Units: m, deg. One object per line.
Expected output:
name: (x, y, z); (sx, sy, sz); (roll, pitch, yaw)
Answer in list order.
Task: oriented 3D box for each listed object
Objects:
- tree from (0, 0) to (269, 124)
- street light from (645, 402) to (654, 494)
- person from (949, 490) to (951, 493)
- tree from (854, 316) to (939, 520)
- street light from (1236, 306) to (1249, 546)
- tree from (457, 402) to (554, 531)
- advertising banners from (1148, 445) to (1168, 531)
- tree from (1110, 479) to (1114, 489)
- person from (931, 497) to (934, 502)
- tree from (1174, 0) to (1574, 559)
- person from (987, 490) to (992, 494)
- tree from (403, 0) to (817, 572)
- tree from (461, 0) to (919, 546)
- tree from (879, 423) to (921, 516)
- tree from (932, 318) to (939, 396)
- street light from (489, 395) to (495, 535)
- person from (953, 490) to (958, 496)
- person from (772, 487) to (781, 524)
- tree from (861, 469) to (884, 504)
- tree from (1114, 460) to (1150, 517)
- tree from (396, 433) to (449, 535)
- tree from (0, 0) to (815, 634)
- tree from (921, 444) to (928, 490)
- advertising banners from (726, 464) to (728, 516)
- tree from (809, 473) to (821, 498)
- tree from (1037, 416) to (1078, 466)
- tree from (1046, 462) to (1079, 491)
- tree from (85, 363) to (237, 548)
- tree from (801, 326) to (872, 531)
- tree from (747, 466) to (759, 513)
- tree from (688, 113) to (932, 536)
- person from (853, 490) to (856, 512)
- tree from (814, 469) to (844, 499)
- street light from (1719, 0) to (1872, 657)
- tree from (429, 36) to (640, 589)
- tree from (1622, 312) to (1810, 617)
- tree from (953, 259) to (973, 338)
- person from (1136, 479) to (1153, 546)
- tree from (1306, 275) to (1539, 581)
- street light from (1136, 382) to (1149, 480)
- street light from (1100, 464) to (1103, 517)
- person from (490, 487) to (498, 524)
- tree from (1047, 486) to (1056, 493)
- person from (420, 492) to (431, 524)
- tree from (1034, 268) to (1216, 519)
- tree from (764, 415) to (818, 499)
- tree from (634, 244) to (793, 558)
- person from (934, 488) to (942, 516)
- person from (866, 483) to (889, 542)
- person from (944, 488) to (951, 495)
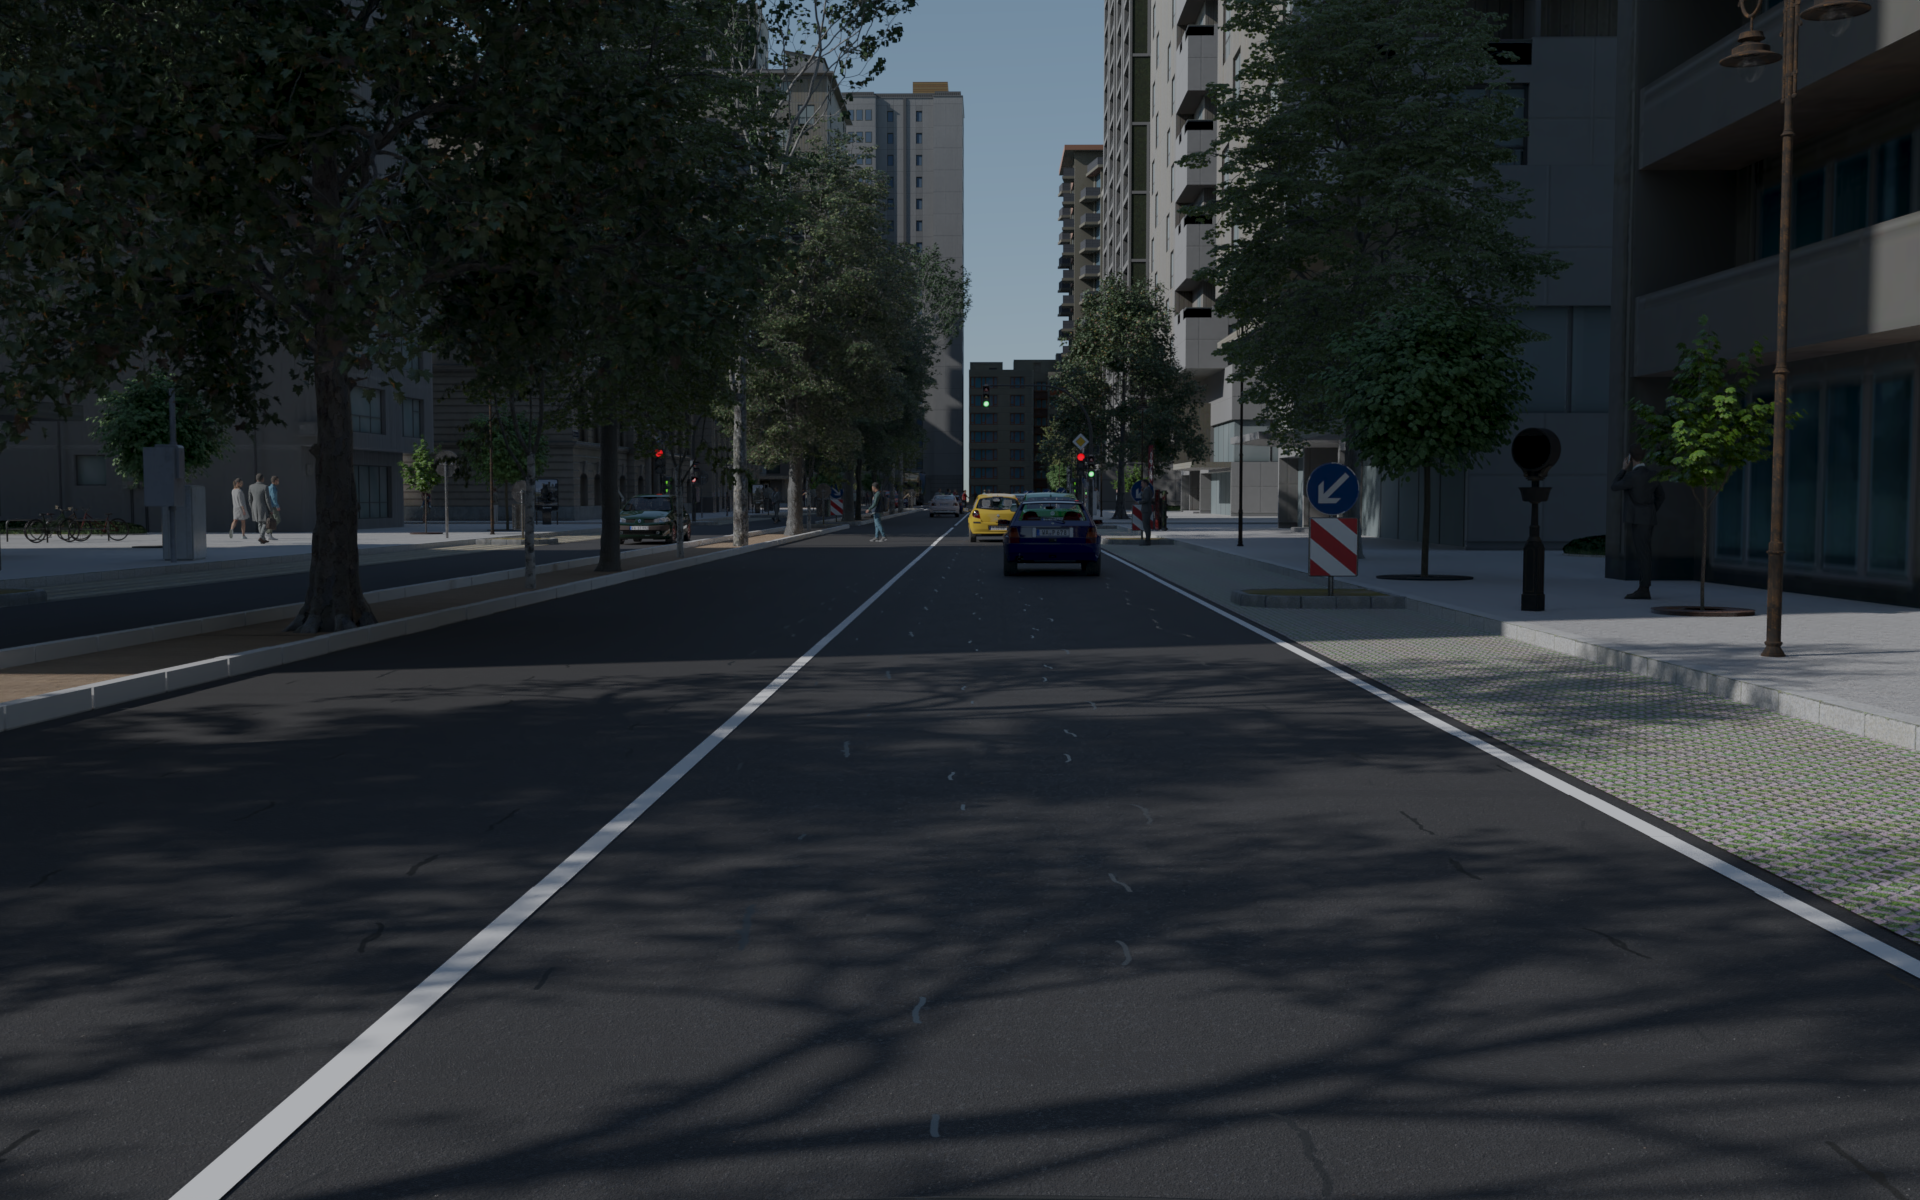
tree: (-6.736, -4.407, 8.931); (8.767, 10.594, 7.601); (0, 4, 1)
street light: (-14.295, -6.586, 80.468); (0.468, 5.910, 1.993); (0, 4, 1)
person: (-0.825, -7.698, 134.712); (0.694, 1.780, 0.624); (-2, 4, -27)
tree: (-5.053, -10.718, 103.450); (9.928, 11.665, 9.643); (0, 3, 0)
street light: (6.888, -4.257, 42.382); (0.468, 5.910, 1.993); (0, 4, 1)
tree: (-15.948, -4.719, 60.868); (4.285, 4.588, 4.351); (0, 3, 0)
advertising banners: (6.927, -3.944, 60.674); (0.090, 3.025, 2.074); (-1, 4, -12)
tree: (11.370, -7.662, 119.867); (1.663, 3.219, 1.824); (0, 3, 0)
person: (-2.290, -8.248, 148.370); (0.505, 1.210, 0.382); (-1, 4, -9)
tree: (7.922, -7.066, 33.663); (7.486, 12.596, 7.792); (0, 3, 0)
person: (2.103, -7.298, 128.303); (0.782, 1.767, 0.515); (1, 4, 10)
tree: (-6.557, -6.814, 31.996); (7.486, 12.596, 7.792); (0, 3, 0)
tree: (-7.191, -11.576, 47.613); (12.611, 20.169, 13.585); (0, 3, 0)
tree: (-4.978, -9.726, 111.831); (4.737, 8.622, 4.395); (0, 3, 0)
tree: (-5.430, -10.660, 83.400); (9.857, 13.997, 8.962); (0, 3, 0)
street light: (-14.793, -5.005, 54.621); (0.468, 5.910, 1.993); (0, 4, 1)
person: (-0.379, -8.596, 149.014); (0.580, 1.828, 0.573); (3, 5, 45)
person: (-8.964, -4.592, 83.856); (0.520, 1.790, 0.573); (3, 5, 40)
tree: (-11.756, -15.028, 229.422); (4.285, 4.588, 4.351); (0, 3, 0)
tree: (10.146, -6.377, 98.860); (1.663, 3.219, 1.824); (0, 3, 0)
tree: (-17.175, -3.708, 55.234); (1.663, 3.219, 1.824); (0, 3, 0)
tree: (-6.532, -6.020, 17.900); (9.611, 12.733, 9.660); (0, 3, 0)
tree: (-4.685, -11.573, 142.033); (4.737, 8.622, 4.395); (0, 3, 0)
advertising banners: (-13.499, -6.377, 100.452); (0.090, 3.025, 2.074); (0, 4, -5)
tree: (-13.717, -10.252, 162.215); (1.663, 3.219, 1.824); (0, 3, 0)
tree: (9.434, -13.064, 163.956); (4.737, 8.622, 4.395); (0, 3, 0)
tree: (9.572, -10.766, 159.745); (4.285, 4.588, 4.351); (0, 3, 0)
tree: (-19.243, -3.538, 41.560); (4.285, 4.588, 4.351); (0, 3, 0)
tree: (-5.817, -6.961, 66.639); (4.737, 8.622, 4.395); (0, 3, 0)
tree: (-14.750, -7.654, 119.738); (1.663, 3.219, 1.824); (0, 3, 0)
tree: (-5.695, -9.173, 59.090); (9.857, 13.997, 8.962); (0, 3, 0)
person: (-8.500, -8.070, 140.923); (0.782, 1.767, 0.515); (-3, 5, -41)
tree: (-13.173, -11.602, 173.401); (4.285, 4.588, 4.351); (0, 3, 0)
street light: (6.429, -2.491, 13.513); (0.468, 5.910, 1.993); (0, 4, 1)
tree: (-6.490, -4.482, 26.103); (4.360, 8.622, 3.978); (0, 3, 0)
tree: (7.885, -1.467, 18.593); (1.663, 3.219, 1.824); (0, 3, 0)
tree: (-5.902, -16.019, 120.255); (12.611, 20.169, 13.585); (0, 3, 0)
person: (5.100, -2.426, 47.976); (0.447, 1.846, 0.655); (1, 4, 14)
tree: (6.972, -2.596, 26.166); (4.285, 4.588, 4.351); (0, 3, 0)
street light: (7.508, -6.029, 71.355); (0.468, 5.910, 1.993); (0, 4, 1)
street light: (7.905, -7.581, 96.732); (0.468, 5.910, 1.993); (0, 4, 1)
person: (-20.523, -4.111, 76.257); (0.362, 1.759, 0.519); (0, 4, 2)
tree: (10.378, -11.828, 187.989); (1.663, 3.219, 1.824); (0, 3, 0)
person: (-24.185, -4.280, 78.454); (0.573, 1.828, 0.580); (-3, 5, -44)
tree: (8.318, -10.463, 88.075); (9.611, 12.733, 9.660); (0, 3, 0)
tree: (-13.470, -13.143, 149.306); (7.601, 10.594, 8.767); (1, 4, 14)
tree: (-6.230, -5.229, 38.311); (4.737, 8.622, 4.395); (0, 3, 0)
person: (-1.382, -6.330, 112.089); (0.635, 1.810, 0.391); (-3, 5, -45)
person: (-2.490, -2.659, 52.327); (0.721, 1.781, 0.623); (0, 4, -4)
person: (-0.848, -6.616, 116.653); (0.713, 1.824, 0.794); (-3, 5, -44)
